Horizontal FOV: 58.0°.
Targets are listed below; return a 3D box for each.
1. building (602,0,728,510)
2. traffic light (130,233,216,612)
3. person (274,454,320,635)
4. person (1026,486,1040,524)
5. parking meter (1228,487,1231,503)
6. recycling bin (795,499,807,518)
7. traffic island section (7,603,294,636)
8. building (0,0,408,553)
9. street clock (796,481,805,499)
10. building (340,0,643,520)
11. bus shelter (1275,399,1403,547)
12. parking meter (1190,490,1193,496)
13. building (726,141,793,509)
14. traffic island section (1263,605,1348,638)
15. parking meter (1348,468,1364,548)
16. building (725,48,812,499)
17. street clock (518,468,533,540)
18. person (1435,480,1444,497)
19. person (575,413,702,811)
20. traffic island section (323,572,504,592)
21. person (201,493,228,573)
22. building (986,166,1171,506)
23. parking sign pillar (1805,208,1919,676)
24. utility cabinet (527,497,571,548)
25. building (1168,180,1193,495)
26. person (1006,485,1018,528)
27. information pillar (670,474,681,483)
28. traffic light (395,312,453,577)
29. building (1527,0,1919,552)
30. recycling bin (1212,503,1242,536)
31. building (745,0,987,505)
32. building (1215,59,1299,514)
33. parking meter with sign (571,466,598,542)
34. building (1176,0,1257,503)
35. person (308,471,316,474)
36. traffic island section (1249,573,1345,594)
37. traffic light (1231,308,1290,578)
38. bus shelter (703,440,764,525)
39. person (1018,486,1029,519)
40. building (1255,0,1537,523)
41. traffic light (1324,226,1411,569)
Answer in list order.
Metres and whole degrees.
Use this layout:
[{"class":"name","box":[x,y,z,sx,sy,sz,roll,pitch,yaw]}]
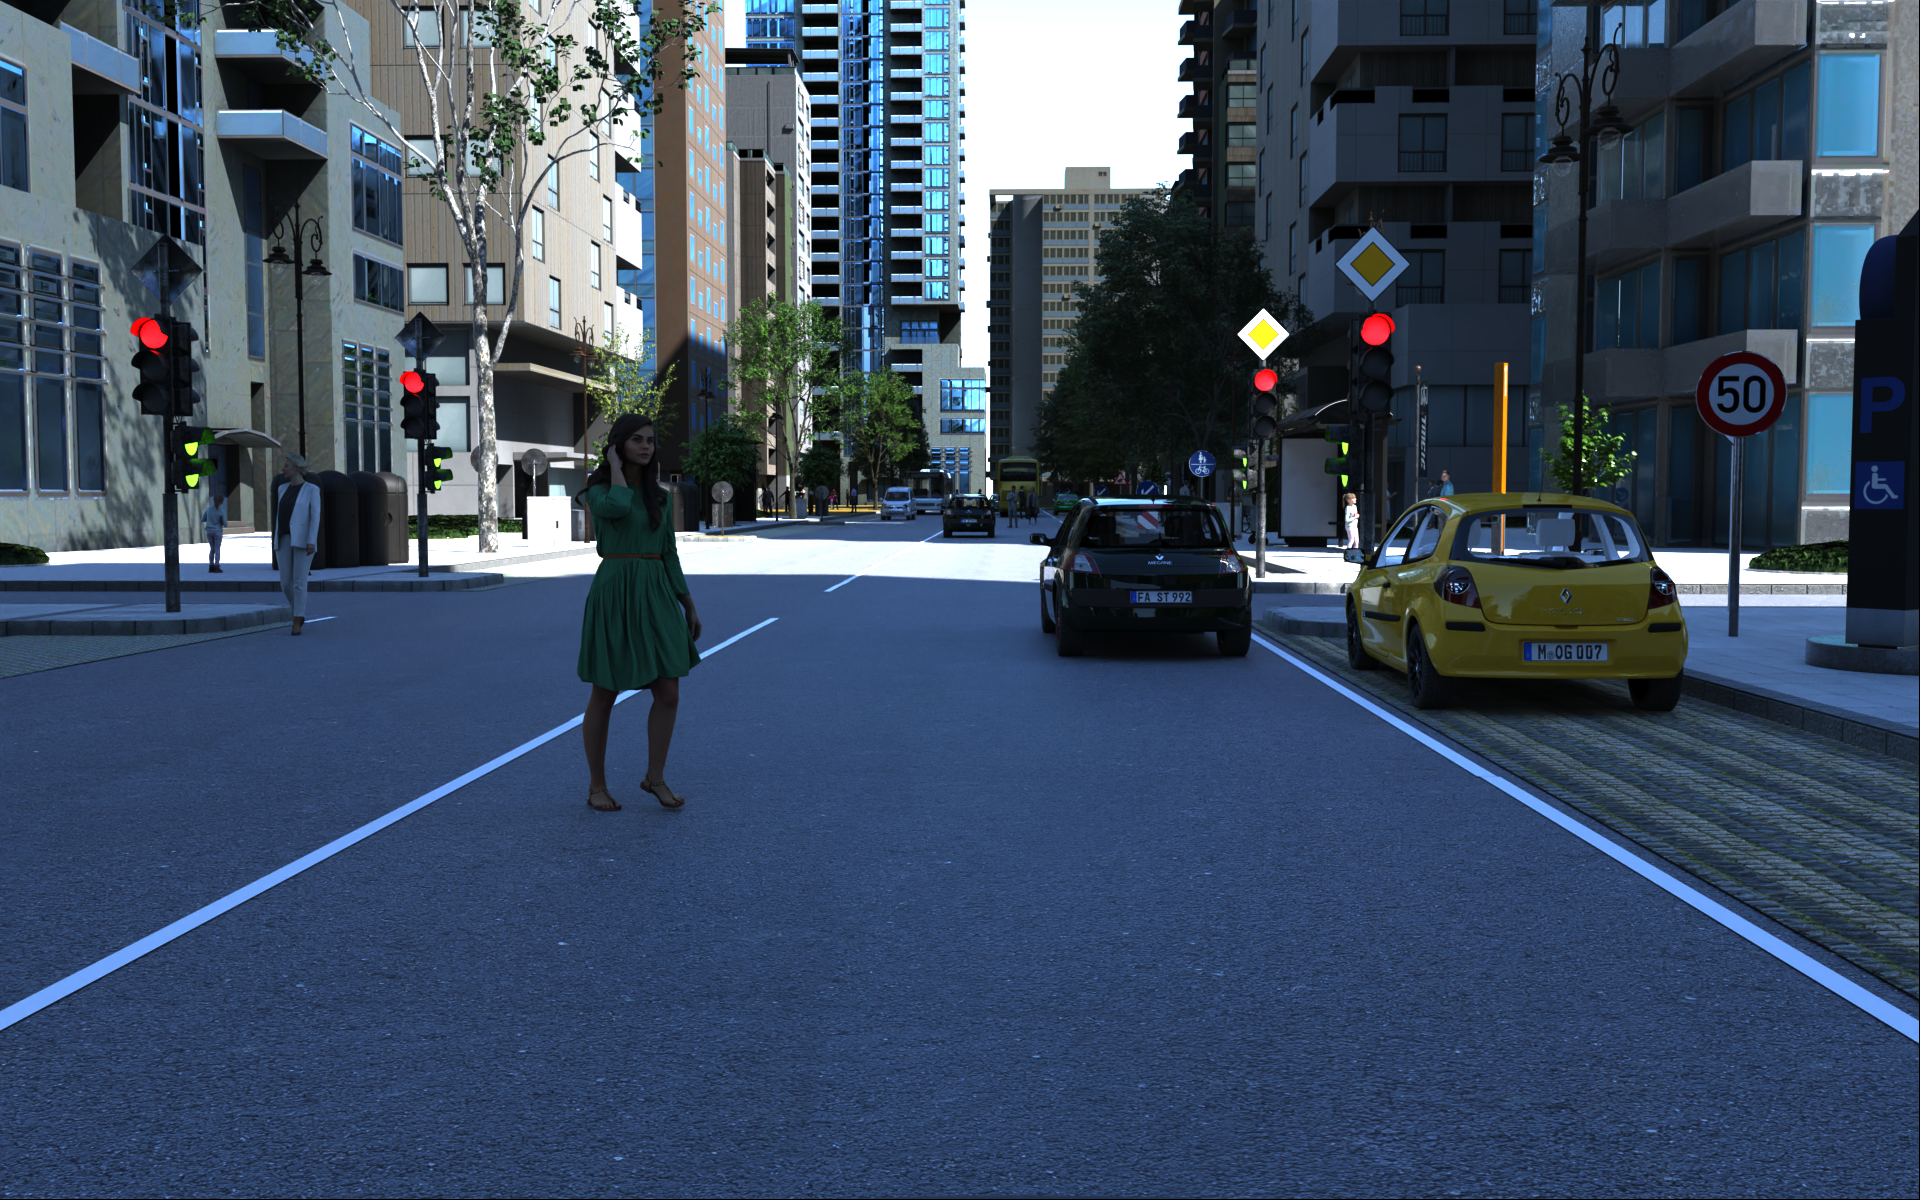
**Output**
[{"class":"building","box":[-22.753,-28.060,108.891,14.600,45.320,14.200,0,4,2]},{"class":"traffic light","box":[-8.543,-1.823,18.723,0.839,4.253,0.868,0,4,2]},{"class":"person","box":[-6.827,-0.580,17.868,0.514,1.842,0.818,0,4,-7]},{"class":"person","box":[3.526,-4.520,82.578,0.709,1.800,0.728,2,4,27]},{"class":"parking meter","box":[9.757,-3.271,61.894,0.372,1.533,0.369,0,3,0]},{"class":"recycling bin","box":[-8.762,-5.004,94.368,0.722,1.027,0.722,-1,4,-17]},{"class":"traffic island section","box":[-8.583,0.209,18.859,2.009,0.180,2.903,0,4,2]},{"class":"building","box":[-30.629,-44.978,48.064,22.319,86.520,31.000,0,4,2]},{"class":"street clock","box":[-8.945,-5.650,96.944,0.358,2.002,0.471,3,5,42]},{"class":"building","box":[-31.599,-30.403,86.322,28.713,52.752,27.495,0,4,2]},{"class":"bus shelter","box":[8.398,-2.776,39.308,2.014,3.302,5.546,0,4,2]},{"class":"parking meter","box":[10.381,-4.299,78.698,0.372,1.533,0.369,0,3,0]},{"class":"building","box":[-21.864,-22.828,144.940,14.160,30.474,14.107,0,4,2]},{"class":"traffic island section","box":[4.352,0.235,18.446,2.009,0.180,2.903,0,4,2]},{"class":"parking meter","box":[7.960,-1.772,34.689,0.255,1.863,0.399,2,4,29]},{"class":"building","box":[-21.241,-29.269,162.146,14.086,41.232,14.154,0,4,2]},{"class":"street clock","box":[-12.245,-2.711,48.894,0.358,2.002,0.471,1,4,22]},{"class":"person","box":[17.694,-3.531,63.959,0.473,1.802,0.592,1,4,13]},{"class":"person","box":[-1.487,0.054,7.864,0.529,1.795,0.600,3,4,36]},{"class":"traffic island section","box":[-8.331,-0.279,26.840,2.009,0.180,2.903,0,4,2]},{"class":"person","box":[-12.145,-1.096,28.243,0.425,1.301,0.394,-1,4,-12]},{"class":"building","box":[15.219,-31.579,208.198,23.993,40.220,32.217,0,4,2]},{"class":"parking sign pillar","box":[7.081,-1.485,12.751,1.447,3.967,1.447,-3,4,-38]},{"class":"utility cabinet","box":[-9.871,-1.863,41.619,1.020,1.237,0.306,-1,4,-12]},{"class":"building","box":[26.327,-23.856,161.740,14.160,30.474,14.107,0,4,2]},{"class":"person","box":[2.236,-4.001,74.090,0.511,1.800,0.466,1,4,9]},{"class":"information pillar","box":[-10.538,-3.658,64.301,0.304,2.012,0.304,1,4,14]},{"class":"traffic light","box":[-8.291,-2.311,26.704,0.839,4.253,0.868,0,4,2]},{"class":"building","box":[30.624,-25.950,43.885,30.456,49.044,23.786,0,4,2]},{"class":"recycling bin","box":[7.874,-2.371,51.324,0.722,1.027,0.722,3,4,38]},{"class":"building","box":[-12.440,-54.398,202.081,31.000,86.520,22.319,0,4,2]},{"class":"building","box":[24.440,-21.220,118.653,14.160,30.474,14.107,0,4,2]},{"class":"parking meter with sign","box":[-9.900,-3.120,47.276,0.543,3.016,1.738,2,4,33]},{"class":"building","box":[29.077,-29.672,139.759,22.147,44.769,28.867,0,4,2]},{"class":"person","box":[-15.404,-2.168,41.349,0.638,1.841,0.748,-2,4,-31]},{"class":"traffic island section","box":[4.604,-0.254,26.427,2.009,0.180,2.903,0,4,2]},{"class":"traffic light","box":[4.564,-2.287,26.315,0.839,4.253,0.868,0,4,2]},{"class":"bus shelter","box":[-9.849,-5.162,75.679,1.731,3.624,6.357,0,4,2]},{"class":"person","box":[3.657,-5.616,99.678,0.648,1.900,0.474,3,5,39]},{"class":"building","box":[28.880,-29.978,79.382,28.713,52.752,27.495,0,4,2]},{"class":"traffic light","box":[4.312,-1.799,18.334,0.839,4.253,0.868,0,4,2]}]
